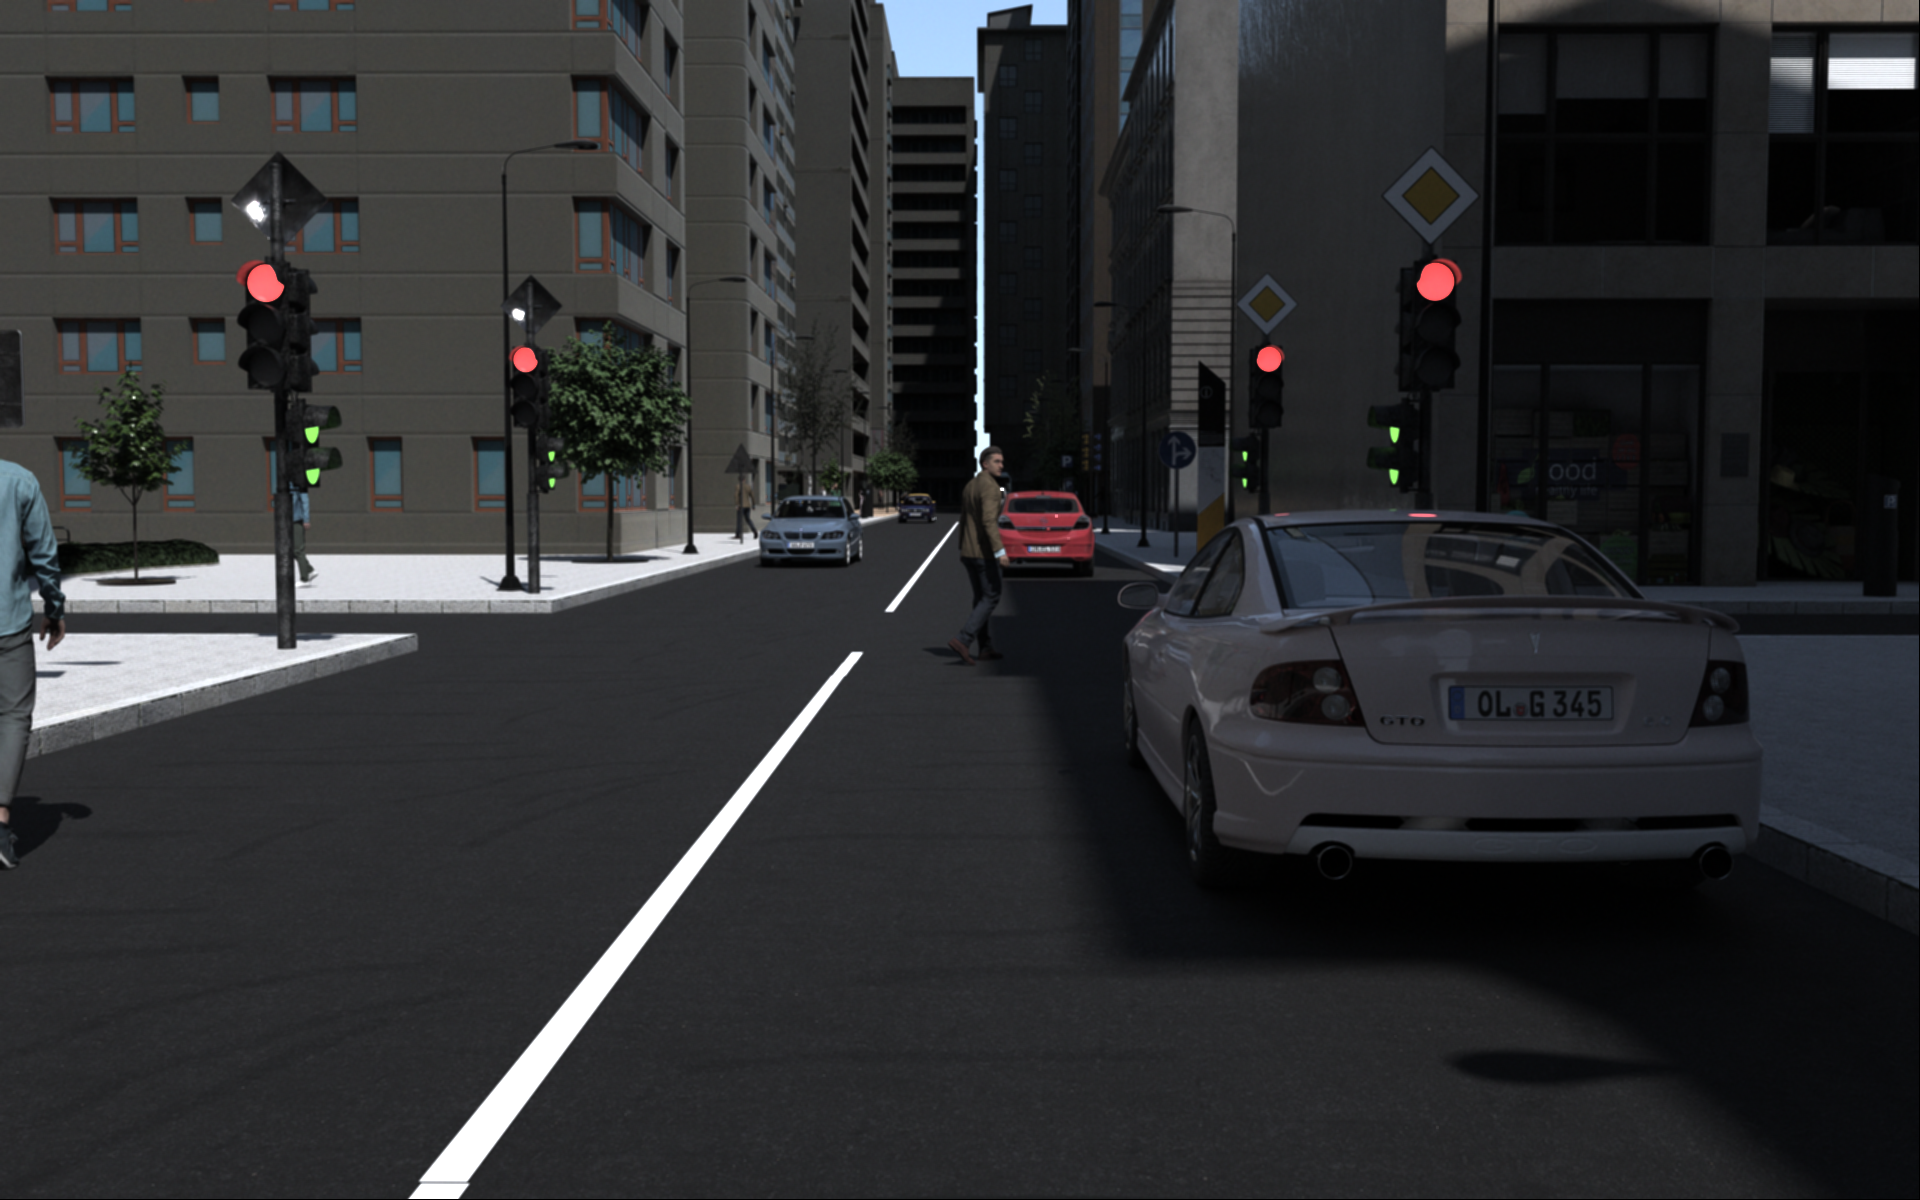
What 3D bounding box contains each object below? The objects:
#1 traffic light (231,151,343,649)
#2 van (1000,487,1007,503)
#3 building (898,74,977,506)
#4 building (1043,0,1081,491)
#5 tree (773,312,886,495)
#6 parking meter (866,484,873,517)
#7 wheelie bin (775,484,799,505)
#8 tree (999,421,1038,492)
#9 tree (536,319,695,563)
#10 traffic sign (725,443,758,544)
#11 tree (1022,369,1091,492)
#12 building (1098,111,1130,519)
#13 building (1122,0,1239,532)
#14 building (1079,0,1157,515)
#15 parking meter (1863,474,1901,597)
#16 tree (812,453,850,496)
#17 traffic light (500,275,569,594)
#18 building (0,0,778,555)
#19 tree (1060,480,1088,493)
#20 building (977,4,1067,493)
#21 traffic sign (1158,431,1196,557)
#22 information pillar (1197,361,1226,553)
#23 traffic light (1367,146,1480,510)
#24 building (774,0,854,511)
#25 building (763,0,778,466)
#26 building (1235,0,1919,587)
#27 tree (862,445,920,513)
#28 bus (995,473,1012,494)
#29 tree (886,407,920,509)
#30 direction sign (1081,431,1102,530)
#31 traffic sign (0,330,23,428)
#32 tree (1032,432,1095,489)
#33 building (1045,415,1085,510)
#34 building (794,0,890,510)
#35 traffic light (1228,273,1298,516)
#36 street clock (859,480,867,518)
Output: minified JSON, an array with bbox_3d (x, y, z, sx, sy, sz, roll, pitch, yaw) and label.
[{"bbox_3d":[-5.572,-1.550,14.261,0.839,4.253,0.868,0,4,1],"label":"traffic light"},{"bbox_3d":[2.182,-6.185,108.131,2.013,2.044,4.112,0,4,1],"label":"van"},{"bbox_3d":[-8.875,-34.867,193.771,21.600,48.544,21.300,0,4,1],"label":"building"},{"bbox_3d":[18.367,-44.124,159.672,20.563,71.187,20.611,0,4,1],"label":"building"},{"bbox_3d":[-6.072,-7.396,71.282,4.360,8.622,3.978,0,3,0],"label":"tree"},{"bbox_3d":[-5.065,-5.570,96.777,0.399,1.863,0.255,3,4,37],"label":"parking meter"},{"bbox_3d":[-5.358,-2.818,53.981,0.980,1.594,0.693,0,4,-3],"label":"wheelie bin"},{"bbox_3d":[5.844,-13.651,173.563,4.360,8.622,3.978,0,3,0],"label":"tree"},{"bbox_3d":[-6.605,-2.986,32.527,4.285,4.588,4.351,0,3,0],"label":"tree"},{"bbox_3d":[-5.617,-2.720,44.483,0.884,2.594,0.081,0,4,8],"label":"traffic sign"},{"bbox_3d":[5.834,-9.232,101.303,4.737,8.622,4.395,0,3,0],"label":"tree"},{"bbox_3d":[13.361,-15.318,86.601,11.583,22.565,21.152,0,4,1],"label":"building"},{"bbox_3d":[11.858,-13.324,66.993,9.793,20.994,18.267,0,4,1],"label":"building"},{"bbox_3d":[15.002,-28.162,110.556,14.600,45.320,14.200,0,4,1],"label":"building"},{"bbox_3d":[11.567,-0.815,21.738,0.372,1.533,0.369,0,3,0],"label":"parking meter"},{"bbox_3d":[-5.858,-5.255,80.522,1.663,3.219,1.824,0,3,0],"label":"tree"},{"bbox_3d":[-5.480,-2.038,22.245,0.839,4.253,0.868,0,4,1],"label":"traffic light"},{"bbox_3d":[-20.830,-12.569,50.536,27.650,21.520,28.899,0,4,1],"label":"building"},{"bbox_3d":[6.035,-6.076,93.947,1.663,3.219,1.824,0,3,0],"label":"tree"},{"bbox_3d":[15.702,-37.119,196.142,27.495,52.752,28.713,0,4,1],"label":"building"},{"bbox_3d":[4.404,-2.146,35.199,0.768,2.556,0.104,0,4,2],"label":"traffic sign"},{"bbox_3d":[4.388,-2.384,30.335,0.504,3.616,0.183,1,4,9],"label":"information pillar"},{"bbox_3d":[3.789,-1.544,14.170,0.839,4.253,0.868,0,4,1],"label":"traffic light"},{"bbox_3d":[-23.364,-25.552,109.659,32.217,40.220,23.993,0,4,1],"label":"building"},{"bbox_3d":[-16.174,-26.247,79.253,14.600,45.320,14.200,0,4,1],"label":"building"},{"bbox_3d":[23.703,-13.947,32.553,34.151,26.468,19.350,0,4,1],"label":"building"},{"bbox_3d":[-5.001,-8.167,117.242,4.285,4.588,4.351,0,3,0],"label":"tree"},{"bbox_3d":[3.164,-9.885,156.471,2.948,3.499,13.247,0,3,0],"label":"bus"},{"bbox_3d":[-5.285,-11.966,146.003,4.360,8.622,3.978,0,3,0],"label":"tree"},{"bbox_3d":[4.731,-4.306,62.406,0.876,3.537,0.379,3,4,39],"label":"direction sign"},{"bbox_3d":[-6.162,-0.534,10.854,0.606,2.300,0.079,0,4,2],"label":"traffic sign"},{"bbox_3d":[5.413,-6.428,88.806,4.285,4.588,4.351,0,3,0],"label":"tree"},{"bbox_3d":[18.428,-50.157,132.741,22.319,86.520,31.000,0,4,1],"label":"building"},{"bbox_3d":[-17.308,-32.819,160.291,21.600,48.544,21.300,0,4,1],"label":"building"},{"bbox_3d":[3.880,-2.033,22.155,0.839,4.253,0.868,0,4,1],"label":"traffic light"},{"bbox_3d":[-5.087,-5.291,91.081,0.358,2.002,0.471,2,4,30],"label":"street clock"}]
